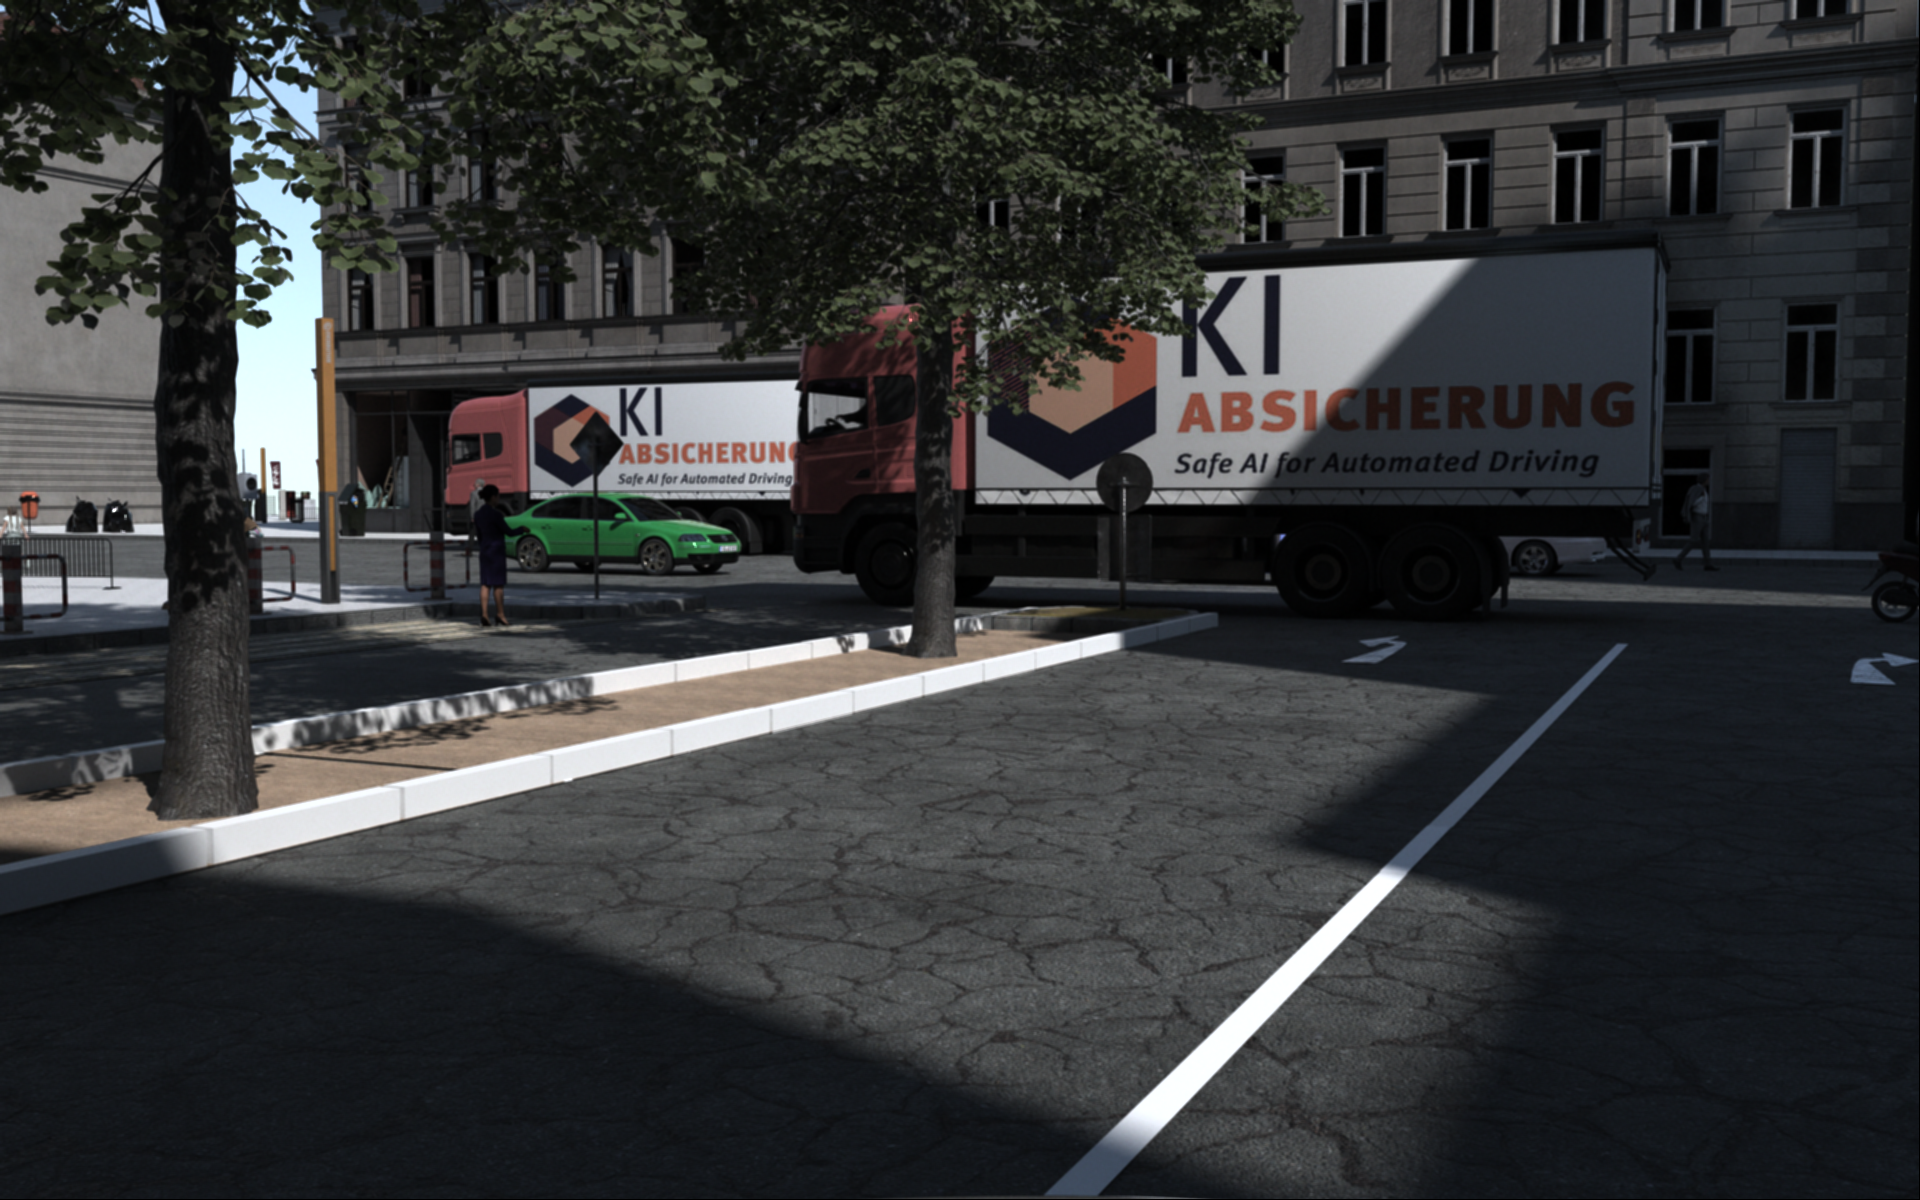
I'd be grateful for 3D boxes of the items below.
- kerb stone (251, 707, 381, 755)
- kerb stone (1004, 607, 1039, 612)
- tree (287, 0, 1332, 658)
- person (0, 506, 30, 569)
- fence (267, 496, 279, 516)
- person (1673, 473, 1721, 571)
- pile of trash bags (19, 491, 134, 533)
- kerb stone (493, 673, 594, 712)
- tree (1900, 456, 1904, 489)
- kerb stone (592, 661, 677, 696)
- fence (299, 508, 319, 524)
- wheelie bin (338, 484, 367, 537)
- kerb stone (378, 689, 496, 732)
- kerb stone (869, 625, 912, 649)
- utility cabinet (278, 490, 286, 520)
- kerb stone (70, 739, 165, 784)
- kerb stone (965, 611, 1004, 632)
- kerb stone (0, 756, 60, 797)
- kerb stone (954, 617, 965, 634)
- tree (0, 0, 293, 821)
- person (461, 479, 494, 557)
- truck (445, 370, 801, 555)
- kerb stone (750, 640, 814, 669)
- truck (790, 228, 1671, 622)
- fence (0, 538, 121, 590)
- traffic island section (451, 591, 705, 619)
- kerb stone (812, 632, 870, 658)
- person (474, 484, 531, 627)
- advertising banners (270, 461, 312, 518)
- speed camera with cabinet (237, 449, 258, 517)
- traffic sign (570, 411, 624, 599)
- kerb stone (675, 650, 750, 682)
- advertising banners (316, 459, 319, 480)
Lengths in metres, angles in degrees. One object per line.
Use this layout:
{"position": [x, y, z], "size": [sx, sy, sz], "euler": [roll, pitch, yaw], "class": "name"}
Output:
{"position": [-3.733, 0.755, 9.899], "size": [0.120, 0.150, 1.000], "euler": [2, 4, 25], "class": "kerb stone"}
{"position": [0.627, 0.186, 19.185], "size": [0.120, 0.150, 1.000], "euler": [2, 4, 25], "class": "kerb stone"}
{"position": [-0.154, -5.792, 15.280], "size": [7.486, 12.596, 7.792], "euler": [0, 3, 0], "class": "tree"}
{"position": [-17.955, -1.183, 32.856], "size": [0.382, 1.210, 0.505], "euler": [2, 4, 28], "class": "person"}
{"position": [-40.658, -5.553, 101.999], "size": [0.480, 1.192, 2.264], "euler": [0, 4, -6], "class": "fence"}
{"position": [13.786, -1.455, 32.391], "size": [0.850, 1.850, 0.679], "euler": [3, 5, 39], "class": "person"}
{"position": [-29.365, -2.928, 57.630], "size": [3.447, 1.369, 1.912], "euler": [-1, 4, -22], "class": "pile of trash bags"}
{"position": [-2.862, 0.639, 11.754], "size": [0.120, 0.150, 1.000], "euler": [2, 4, 25], "class": "kerb stone"}
{"position": [61.121, -7.987, 114.308], "size": [4.285, 4.588, 4.351], "euler": [0, 3, 0], "class": "tree"}
{"position": [-2.429, 0.582, 12.686], "size": [0.120, 0.150, 1.000], "euler": [2, 4, 25], "class": "kerb stone"}
{"position": [-27.712, -3.681, 75.562], "size": [2.069, 0.683, 0.278], "euler": [-1, 4, -17], "class": "fence"}
{"position": [-18.326, -2.713, 52.267], "size": [0.980, 1.594, 0.693], "euler": [3, 5, 40], "class": "wheelie bin"}
{"position": [-3.298, 0.699, 10.827], "size": [0.120, 0.150, 1.000], "euler": [2, 4, 25], "class": "kerb stone"}
{"position": [-0.676, 0.355, 16.399], "size": [0.120, 0.150, 1.000], "euler": [2, 4, 25], "class": "kerb stone"}
{"position": [-33.188, -4.655, 84.794], "size": [0.318, 1.500, 1.173], "euler": [-2, 4, -23], "class": "utility cabinet"}
{"position": [-4.163, 0.812, 8.965], "size": [0.120, 0.150, 1.000], "euler": [2, 4, 25], "class": "kerb stone"}
{"position": [0.195, 0.247, 18.257], "size": [0.120, 0.150, 1.000], "euler": [2, 4, 25], "class": "kerb stone"}
{"position": [-4.607, 0.868, 8.032], "size": [0.120, 0.150, 1.000], "euler": [2, 4, 25], "class": "kerb stone"}
{"position": [-0.241, 0.298, 17.329], "size": [0.120, 0.150, 1.000], "euler": [2, 4, 25], "class": "kerb stone"}
{"position": [-3.299, -5.335, 7.819], "size": [7.486, 12.596, 7.792], "euler": [0, 3, 0], "class": "tree"}
{"position": [-10.893, -1.849, 39.131], "size": [0.834, 1.777, 0.661], "euler": [2, 4, 29], "class": "person"}
{"position": [-7.969, -3.270, 42.380], "size": [11.283, 4.237, 2.839], "euler": [2, 4, 23], "class": "truck"}
{"position": [-1.553, 0.474, 14.546], "size": [0.120, 0.150, 1.000], "euler": [2, 4, 25], "class": "kerb stone"}
{"position": [2.699, -2.001, 21.634], "size": [11.283, 4.237, 2.839], "euler": [2, 4, 24], "class": "truck"}
{"position": [-12.439, -0.497, 23.494], "size": [2.069, 0.683, 0.278], "euler": [0, 4, 6], "class": "fence"}
{"position": [-4.456, 0.068, 21.163], "size": [2.009, 0.180, 2.903], "euler": [2, 4, 25], "class": "traffic island section"}
{"position": [-1.116, 0.411, 15.472], "size": [0.120, 0.150, 1.000], "euler": [2, 4, 25], "class": "kerb stone"}
{"position": [-4.967, -0.478, 18.685], "size": [0.453, 1.535, 0.546], "euler": [1, 4, 16], "class": "person"}
{"position": [-35.790, -5.900, 92.658], "size": [2.074, 3.025, 0.090], "euler": [-1, 4, -11], "class": "advertising banners"}
{"position": [-31.357, -4.922, 74.817], "size": [0.660, 3.252, 2.038], "euler": [2, 4, 27], "class": "speed camera with cabinet"}
{"position": [-4.431, -1.067, 21.090], "size": [0.795, 2.450, 0.064], "euler": [2, 4, 25], "class": "traffic sign"}
{"position": [-1.987, 0.526, 13.611], "size": [0.120, 0.150, 1.000], "euler": [2, 4, 25], "class": "kerb stone"}
{"position": [-31.476, -5.592, 87.616], "size": [2.074, 3.025, 0.090], "euler": [-2, 4, -29], "class": "advertising banners"}
